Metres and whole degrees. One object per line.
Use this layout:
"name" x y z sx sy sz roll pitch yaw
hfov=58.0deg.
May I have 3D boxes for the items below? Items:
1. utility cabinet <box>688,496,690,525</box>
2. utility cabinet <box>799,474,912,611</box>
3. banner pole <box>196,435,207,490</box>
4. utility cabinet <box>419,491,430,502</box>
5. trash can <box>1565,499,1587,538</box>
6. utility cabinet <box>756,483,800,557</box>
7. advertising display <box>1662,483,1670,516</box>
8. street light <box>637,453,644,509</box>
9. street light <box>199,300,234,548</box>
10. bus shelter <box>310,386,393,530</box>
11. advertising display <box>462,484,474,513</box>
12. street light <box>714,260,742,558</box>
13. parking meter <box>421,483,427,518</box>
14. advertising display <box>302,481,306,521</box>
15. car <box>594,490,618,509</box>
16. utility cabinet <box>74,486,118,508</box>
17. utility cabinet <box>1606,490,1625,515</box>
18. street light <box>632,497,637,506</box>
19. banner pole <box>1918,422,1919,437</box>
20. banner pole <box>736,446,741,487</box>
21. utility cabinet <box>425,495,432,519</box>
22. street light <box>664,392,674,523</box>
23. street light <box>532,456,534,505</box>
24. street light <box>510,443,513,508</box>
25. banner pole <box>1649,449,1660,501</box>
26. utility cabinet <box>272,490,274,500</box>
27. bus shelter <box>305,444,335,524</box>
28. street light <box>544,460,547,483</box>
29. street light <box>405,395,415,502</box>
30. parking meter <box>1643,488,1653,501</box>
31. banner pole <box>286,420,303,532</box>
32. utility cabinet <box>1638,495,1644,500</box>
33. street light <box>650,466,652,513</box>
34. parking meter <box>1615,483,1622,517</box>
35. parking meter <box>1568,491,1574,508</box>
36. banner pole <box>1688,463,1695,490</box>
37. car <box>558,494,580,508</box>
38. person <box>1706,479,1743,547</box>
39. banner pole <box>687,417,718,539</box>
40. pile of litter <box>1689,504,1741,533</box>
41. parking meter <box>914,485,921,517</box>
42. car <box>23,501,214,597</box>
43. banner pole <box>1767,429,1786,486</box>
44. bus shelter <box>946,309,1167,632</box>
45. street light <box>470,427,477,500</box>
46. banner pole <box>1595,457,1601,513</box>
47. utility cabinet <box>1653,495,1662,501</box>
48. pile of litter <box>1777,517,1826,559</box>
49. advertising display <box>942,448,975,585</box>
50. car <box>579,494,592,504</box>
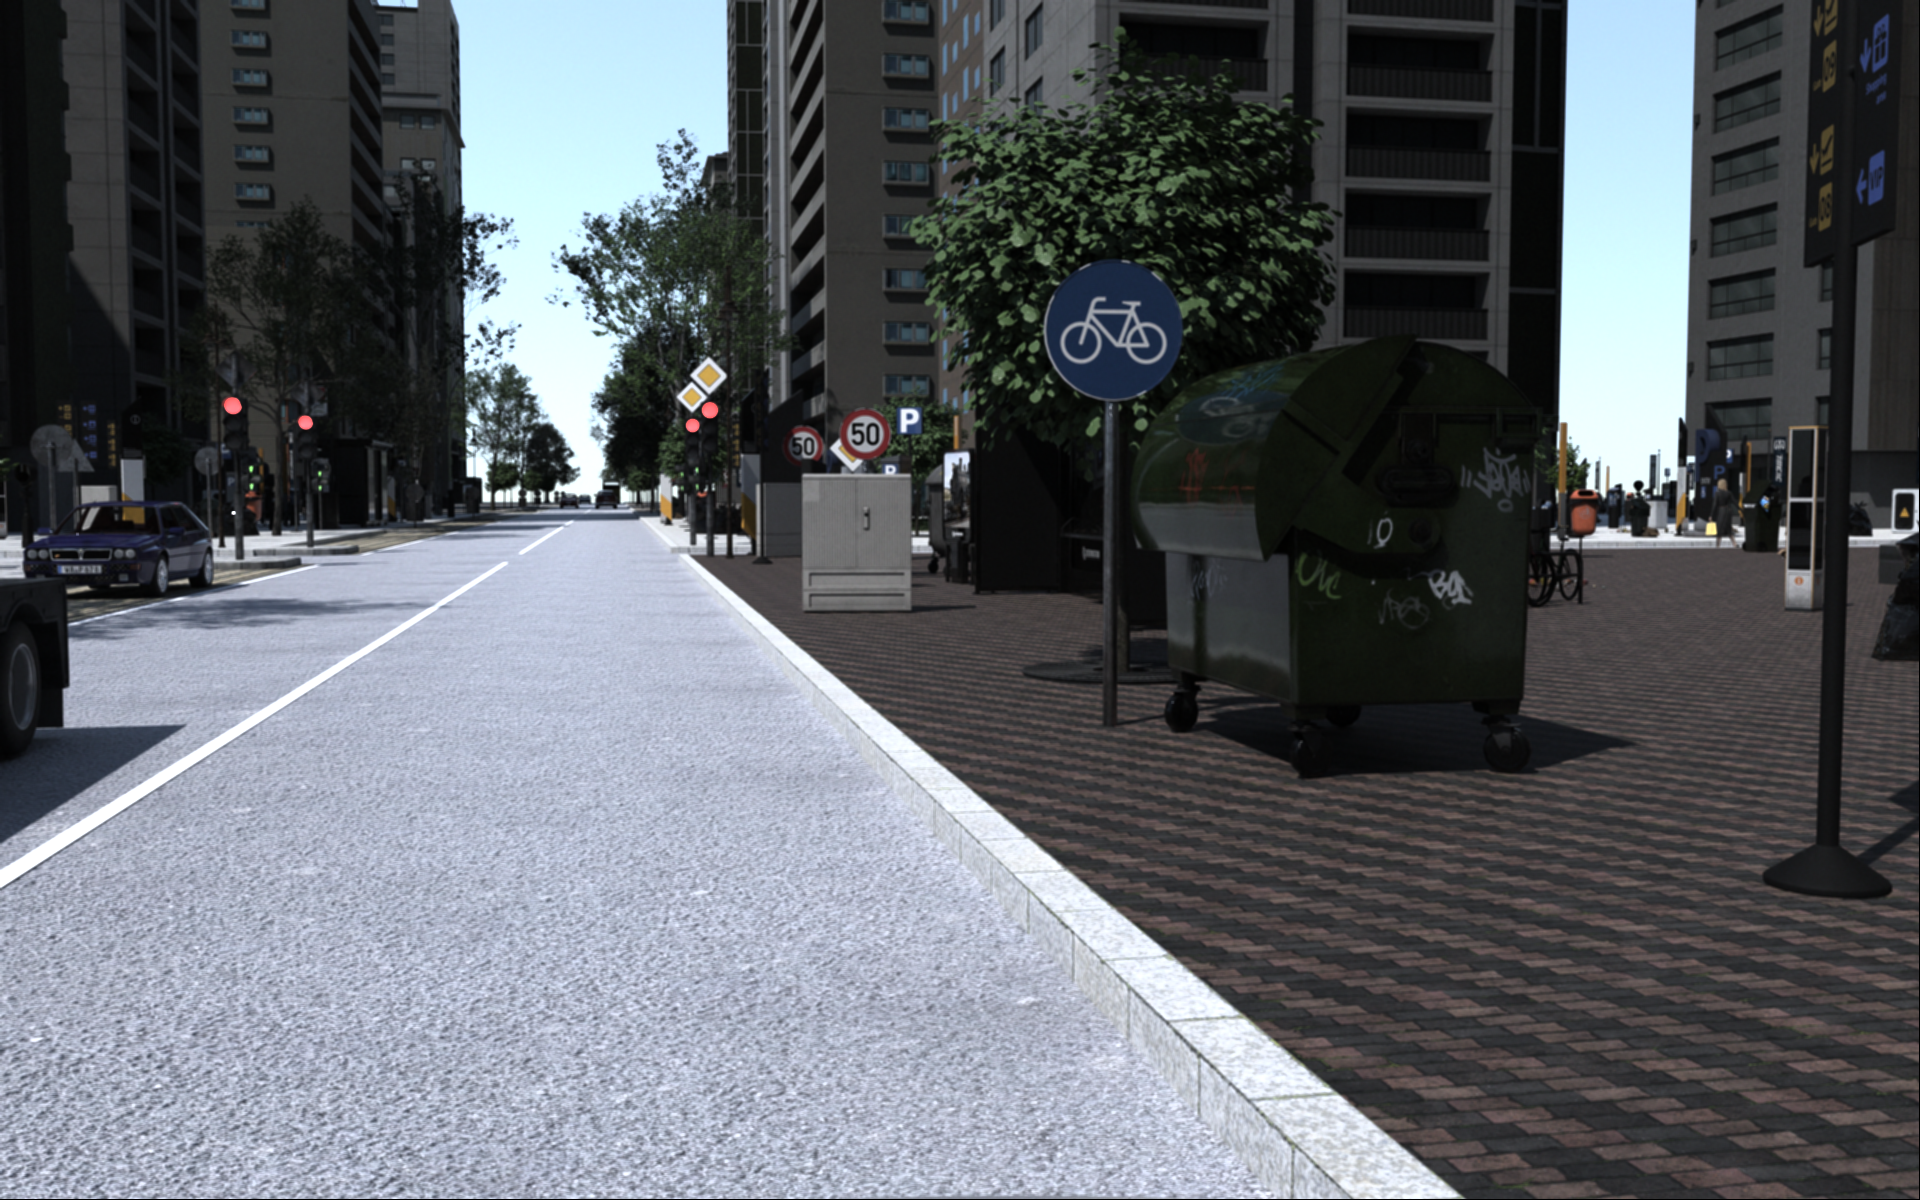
"utility cabinet" -10.982 -3.705 71.744 0.306 1.237 1.020 -2 4 -27
"utility cabinet" -1.115 -0.617 18.771 1.173 1.500 0.318 0 4 -3
"banner pole" -32.300 -5.127 73.846 0.863 3.779 0.401 2 4 35
"utility cabinet" -33.685 -6.088 108.215 0.318 1.500 1.173 3 4 39
"trash can" 18.135 -2.403 50.944 0.748 1.137 0.748 0 3 0
"utility cabinet" -3.592 -1.623 35.215 1.173 1.500 0.318 -3 5 -44
"advertising display" 41.157 -5.829 100.515 0.974 1.923 0.123 -1 4 -19
"street light" -28.012 -11.005 152.716 0.468 5.910 1.993 -1 4 -11
"street light" -17.702 -4.194 41.366 0.468 5.910 1.993 -1 4 -11
"bus shelter" -23.568 -5.455 66.825 2.179 5.291 8.768 -1 4 -11
"advertising display" -32.596 -6.705 114.839 0.974 1.923 0.123 2 4 31
"street light" -4.594 -3.768 34.394 0.468 5.910 1.993 -1 4 -11
"parking meter" -29.172 -5.421 94.350 0.255 1.863 0.399 0 4 -5
"advertising display" -31.353 -4.813 83.906 0.123 1.923 0.974 3 5 42
"car" -34.332 -9.746 168.025 2.281 1.827 5.304 -1 4 -13
"utility cabinet" -23.226 -2.316 46.546 1.173 1.500 0.318 1 4 17
"utility cabinet" 40.388 -5.995 106.699 1.173 1.500 0.318 -1 4 -23
"street light" -35.652 -13.354 191.117 0.468 5.910 1.993 -1 4 -11
"banner pole" 29.798 -3.873 53.347 0.863 3.779 0.401 -1 4 -13
"banner pole" -9.861 -5.470 79.455 0.863 3.779 0.401 0 4 -3
"utility cabinet" -27.089 -4.716 88.268 0.306 1.237 1.020 -1 4 -14
"street light" -13.082 -6.429 77.902 0.468 5.910 1.993 -1 4 -11
"street light" -48.819 -13.773 197.967 0.468 5.910 1.993 -1 4 -11
"street light" -40.297 -11.170 155.409 0.468 5.910 1.993 -1 4 -11
"banner pole" 38.879 -6.535 96.866 0.863 3.779 0.401 -1 4 -20
"utility cabinet" -40.341 -5.655 101.142 0.318 1.500 1.173 -2 4 -31
"bus shelter" -28.246 -5.332 78.469 1.731 3.624 6.357 -1 4 -11
"street light" -56.455 -16.100 236.030 0.468 5.910 1.993 -1 4 -11
"street light" -25.185 -6.534 79.626 0.468 5.910 1.993 -1 4 -11
"parking meter" 25.931 -3.480 65.305 0.372 1.533 0.369 0 3 0
"banner pole" -22.612 -4.203 58.730 0.401 3.779 0.863 -3 4 -37
"utility cabinet" 34.511 -4.685 87.756 0.306 1.237 1.020 1 4 22
"street light" -20.830 -8.803 116.720 0.468 5.910 1.993 -1 4 -11
"parking meter" 36.093 -5.464 95.049 0.399 1.863 0.255 1 4 22
"parking meter" 28.988 -4.669 82.049 0.255 1.863 0.399 -3 5 -42
"banner pole" 50.943 -8.017 121.087 0.401 3.779 0.863 -3 5 -41
"car" -39.801 -10.239 176.448 2.155 1.783 4.494 -1 4 -10
"person" 19.123 -2.064 42.470 1.509 1.804 0.699 2 4 27
"banner pole" -7.409 -3.660 49.862 0.863 3.779 0.401 -1 4 -21
"pile of litter" 25.138 -2.650 57.288 1.176 0.858 1.719 -1 4 -19
"parking meter" -2.374 -5.554 96.511 0.255 1.863 0.399 -2 4 -32
"car" -12.080 -0.760 25.005 1.945 1.354 3.894 -1 4 -10
"banner pole" 31.307 -4.682 66.568 0.401 3.779 0.863 -3 5 -45
"bus shelter" 1.269 -1.705 19.155 1.731 3.624 6.357 -1 4 -11
"street light" -32.806 -8.823 117.046 0.468 5.910 1.993 -1 4 -11
"banner pole" 42.809 -7.720 116.237 0.401 3.779 0.863 0 4 -4
"utility cabinet" 41.029 -5.511 101.260 1.020 1.237 0.306 1 4 13
"pile of litter" 16.940 -1.267 34.678 1.719 0.858 1.176 -2 4 -35
"advertising display" -0.002 -1.195 24.760 0.123 1.923 0.974 -2 4 -25
"car" -54.202 -14.570 250.216 2.014 1.417 4.499 -1 4 -11
